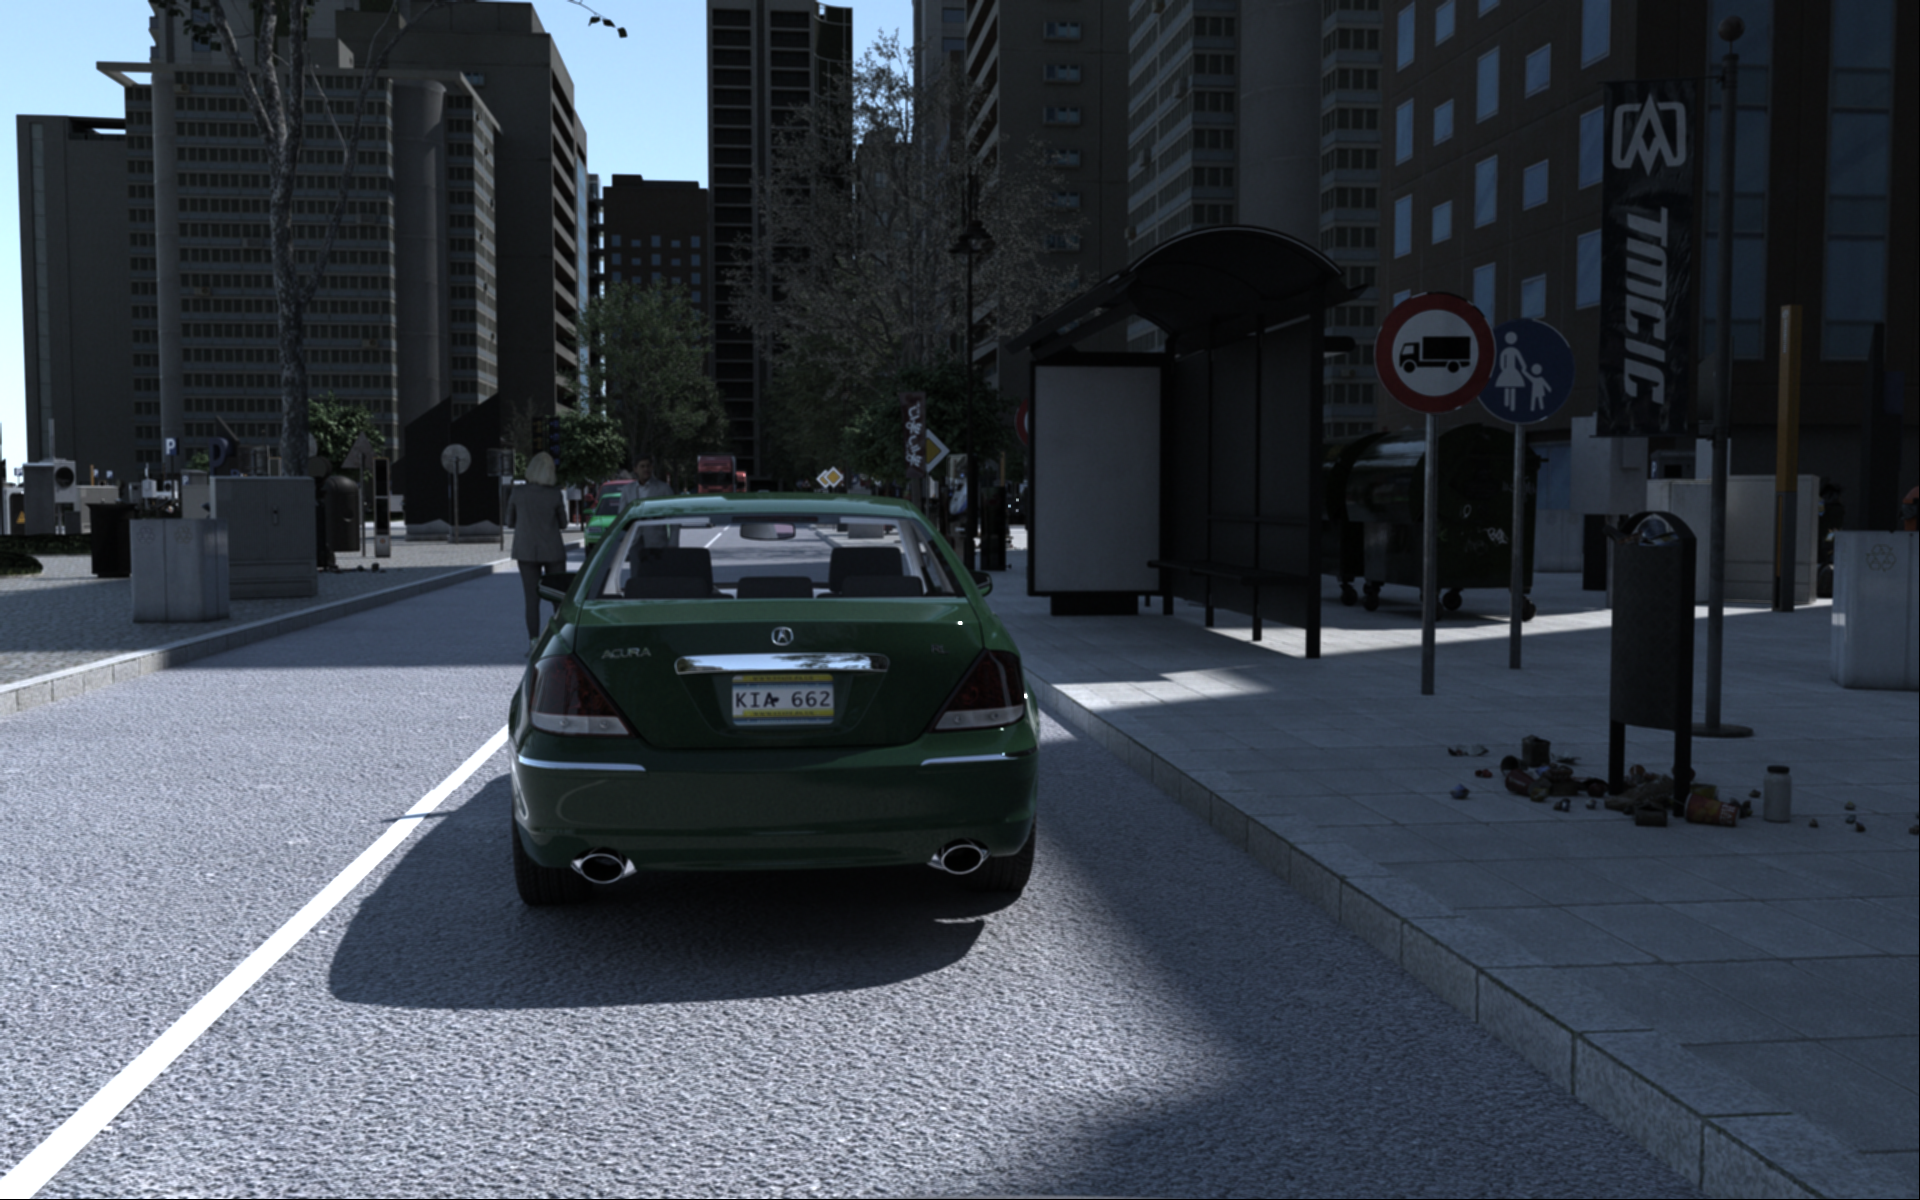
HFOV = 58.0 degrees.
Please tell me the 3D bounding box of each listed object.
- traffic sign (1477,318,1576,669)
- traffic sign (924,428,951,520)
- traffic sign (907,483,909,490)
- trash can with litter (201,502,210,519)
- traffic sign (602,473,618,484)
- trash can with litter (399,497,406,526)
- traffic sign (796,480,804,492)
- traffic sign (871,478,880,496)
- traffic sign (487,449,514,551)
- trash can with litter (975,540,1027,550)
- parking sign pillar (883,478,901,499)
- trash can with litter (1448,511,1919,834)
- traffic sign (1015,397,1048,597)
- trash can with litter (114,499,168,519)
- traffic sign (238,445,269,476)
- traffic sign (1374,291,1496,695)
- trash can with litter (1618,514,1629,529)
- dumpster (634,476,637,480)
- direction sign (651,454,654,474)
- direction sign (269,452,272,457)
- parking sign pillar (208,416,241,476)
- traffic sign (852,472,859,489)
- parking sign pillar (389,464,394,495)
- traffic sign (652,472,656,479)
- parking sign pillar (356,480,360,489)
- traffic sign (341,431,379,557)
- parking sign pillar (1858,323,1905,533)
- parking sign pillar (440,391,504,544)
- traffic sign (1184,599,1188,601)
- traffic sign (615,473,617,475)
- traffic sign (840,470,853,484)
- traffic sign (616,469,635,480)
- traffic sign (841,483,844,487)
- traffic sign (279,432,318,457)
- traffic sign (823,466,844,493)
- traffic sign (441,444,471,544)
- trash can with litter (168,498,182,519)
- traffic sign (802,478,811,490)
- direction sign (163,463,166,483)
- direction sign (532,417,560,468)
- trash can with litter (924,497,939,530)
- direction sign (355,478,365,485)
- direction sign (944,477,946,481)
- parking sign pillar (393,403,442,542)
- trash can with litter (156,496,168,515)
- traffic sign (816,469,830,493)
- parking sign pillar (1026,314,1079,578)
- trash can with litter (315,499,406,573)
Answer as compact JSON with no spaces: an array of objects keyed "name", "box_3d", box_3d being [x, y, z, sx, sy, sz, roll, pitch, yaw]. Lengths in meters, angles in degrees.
[{"name":"traffic sign","box_3d":[4.082,-0.768,12.658,0.768,2.556,0.104,0,4,-1]},{"name":"traffic sign","box_3d":[-0.560,-1.785,30.366,0.795,2.450,0.064,0,4,-4]},{"name":"traffic sign","box_3d":[-1.880,-3.841,62.900,0.768,2.556,0.104,0,4,3]},{"name":"trash can with litter","box_3d":[-10.077,-0.786,24.239,1.055,1.170,0.624,0,4,-1]},{"name":"traffic sign","box_3d":[-12.487,-3.527,61.316,0.795,2.450,0.064,0,4,-6]},{"name":"trash can with litter","box_3d":[-22.127,-3.592,70.121,0.624,1.170,1.055,2,4,28]},{"name":"traffic sign","box_3d":[-13.121,-8.722,142.705,0.768,2.556,0.104,0,4,-3]},{"name":"traffic sign","box_3d":[-3.404,-4.272,71.038,0.795,2.450,0.064,0,4,3]},{"name":"traffic sign","box_3d":[-10.368,-2.264,39.139,0.606,2.300,0.079,0,4,0]},{"name":"trash can with litter","box_3d":[0.836,-1.831,40.990,1.678,1.210,2.233,0,4,-4]},{"name":"parking sign pillar","box_3d":[-2.944,-5.375,76.360,1.447,3.967,1.447,2,4,23]},{"name":"trash can with litter","box_3d":[2.879,0.218,7.496,1.678,1.210,2.233,-1,4,-8]},{"name":"traffic sign","box_3d":[1.058,-1.310,21.524,0.768,2.556,0.104,0,4,-6]},{"name":"trash can with litter","box_3d":[-19.299,-1.785,40.564,0.624,1.170,1.055,3,5,40]},{"name":"traffic sign","box_3d":[-14.822,-2.094,36.369,0.606,2.300,0.079,0,4,-6]},{"name":"traffic sign","box_3d":[2.995,-0.667,11.014,0.768,2.556,0.104,0,4,1]},{"name":"trash can with litter","box_3d":[11.036,-1.072,28.910,1.055,1.170,0.624,-3,5,-43]},{"name":"dumpster","box_3d":[-17.504,-5.577,93.674,1.502,2.255,1.985,0,4,-7]},{"name":"direction sign","box_3d":[-17.505,-6.523,98.647,0.379,3.537,0.876,0,4,-3]},{"name":"direction sign","box_3d":[-37.003,-6.180,93.042,0.379,3.537,0.876,-1,4,-16]},{"name":"parking sign pillar","box_3d":[-25.119,-4.325,59.187,1.447,3.967,1.447,3,4,38]},{"name":"traffic sign","box_3d":[-6.090,-6.008,98.338,0.768,2.556,0.104,0,4,-3]},{"name":"parking sign pillar","box_3d":[-34.960,-7.329,108.300,1.447,3.967,1.447,-2,4,-34]},{"name":"traffic sign","box_3d":[-16.247,-5.565,90.991,0.884,2.594,0.081,0,4,-5]},{"name":"parking sign pillar","box_3d":[-45.284,-8.567,128.547,1.447,3.967,1.447,0,4,2]},{"name":"traffic sign","box_3d":[-12.245,-2.171,35.501,0.884,2.594,0.081,0,4,-2]},{"name":"parking sign pillar","box_3d":[14.840,-2.414,27.941,1.447,3.967,1.447,1,4,21]},{"name":"parking sign pillar","box_3d":[-12.715,-3.481,45.379,1.447,3.967,1.447,-1,4,-21]},{"name":"traffic sign","box_3d":[2.737,-1.265,20.794,0.768,2.556,0.104,0,4,1]},{"name":"traffic sign","box_3d":[-20.467,-6.304,103.079,0.884,2.594,0.081,0,4,3]},{"name":"traffic sign","box_3d":[-6.046,-5.608,91.802,0.768,2.556,0.104,0,4,-4]},{"name":"traffic sign","box_3d":[-13.388,-4.013,69.251,0.795,2.450,0.064,0,4,-6]},{"name":"traffic sign","box_3d":[-6.755,-6.142,101.611,0.795,2.450,0.064,0,4,1]},{"name":"traffic sign","box_3d":[-12.849,-2.050,33.628,0.768,2.556,0.104,0,4,3]},{"name":"traffic sign","box_3d":[-4.541,-3.581,62.195,0.795,2.450,0.064,0,4,-6]},{"name":"traffic sign","box_3d":[-12.811,-2.686,44.028,0.768,2.556,0.104,0,4,3]},{"name":"trash can with litter","box_3d":[-21.340,-2.131,46.227,1.055,1.170,0.624,1,4,11]},{"name":"traffic sign","box_3d":[-12.272,-8.487,138.758,0.884,2.594,0.081,0,4,2]},{"name":"direction sign","box_3d":[-58.036,-8.221,126.408,0.379,3.537,0.876,-1,4,-14]},{"name":"direction sign","box_3d":[-12.164,-3.607,50.969,0.876,3.537,0.379,1,4,13]},{"name":"trash can with litter","box_3d":[-1.106,-3.038,61.057,0.624,1.170,1.055,-1,4,-21]},{"name":"direction sign","box_3d":[-38.378,-7.236,110.305,0.876,3.537,0.379,-1,4,-16]},{"name":"direction sign","box_3d":[-1.030,-6.707,101.649,0.876,3.537,0.379,0,4,2]},{"name":"parking sign pillar","box_3d":[-14.443,-3.597,47.291,1.447,3.967,1.447,0,4,-1]},{"name":"trash can with litter","box_3d":[-32.192,-3.634,70.479,2.233,1.210,1.678,1,4,13]},{"name":"traffic sign","box_3d":[-5.443,-4.066,70.129,0.795,2.450,0.064,0,4,-6]},{"name":"parking sign pillar","box_3d":[1.728,-2.312,26.269,1.447,3.967,1.447,-2,4,-32]},{"name":"trash can with litter","box_3d":[-10.267,-1.057,28.334,2.233,1.210,1.678,0,4,-7]}]
